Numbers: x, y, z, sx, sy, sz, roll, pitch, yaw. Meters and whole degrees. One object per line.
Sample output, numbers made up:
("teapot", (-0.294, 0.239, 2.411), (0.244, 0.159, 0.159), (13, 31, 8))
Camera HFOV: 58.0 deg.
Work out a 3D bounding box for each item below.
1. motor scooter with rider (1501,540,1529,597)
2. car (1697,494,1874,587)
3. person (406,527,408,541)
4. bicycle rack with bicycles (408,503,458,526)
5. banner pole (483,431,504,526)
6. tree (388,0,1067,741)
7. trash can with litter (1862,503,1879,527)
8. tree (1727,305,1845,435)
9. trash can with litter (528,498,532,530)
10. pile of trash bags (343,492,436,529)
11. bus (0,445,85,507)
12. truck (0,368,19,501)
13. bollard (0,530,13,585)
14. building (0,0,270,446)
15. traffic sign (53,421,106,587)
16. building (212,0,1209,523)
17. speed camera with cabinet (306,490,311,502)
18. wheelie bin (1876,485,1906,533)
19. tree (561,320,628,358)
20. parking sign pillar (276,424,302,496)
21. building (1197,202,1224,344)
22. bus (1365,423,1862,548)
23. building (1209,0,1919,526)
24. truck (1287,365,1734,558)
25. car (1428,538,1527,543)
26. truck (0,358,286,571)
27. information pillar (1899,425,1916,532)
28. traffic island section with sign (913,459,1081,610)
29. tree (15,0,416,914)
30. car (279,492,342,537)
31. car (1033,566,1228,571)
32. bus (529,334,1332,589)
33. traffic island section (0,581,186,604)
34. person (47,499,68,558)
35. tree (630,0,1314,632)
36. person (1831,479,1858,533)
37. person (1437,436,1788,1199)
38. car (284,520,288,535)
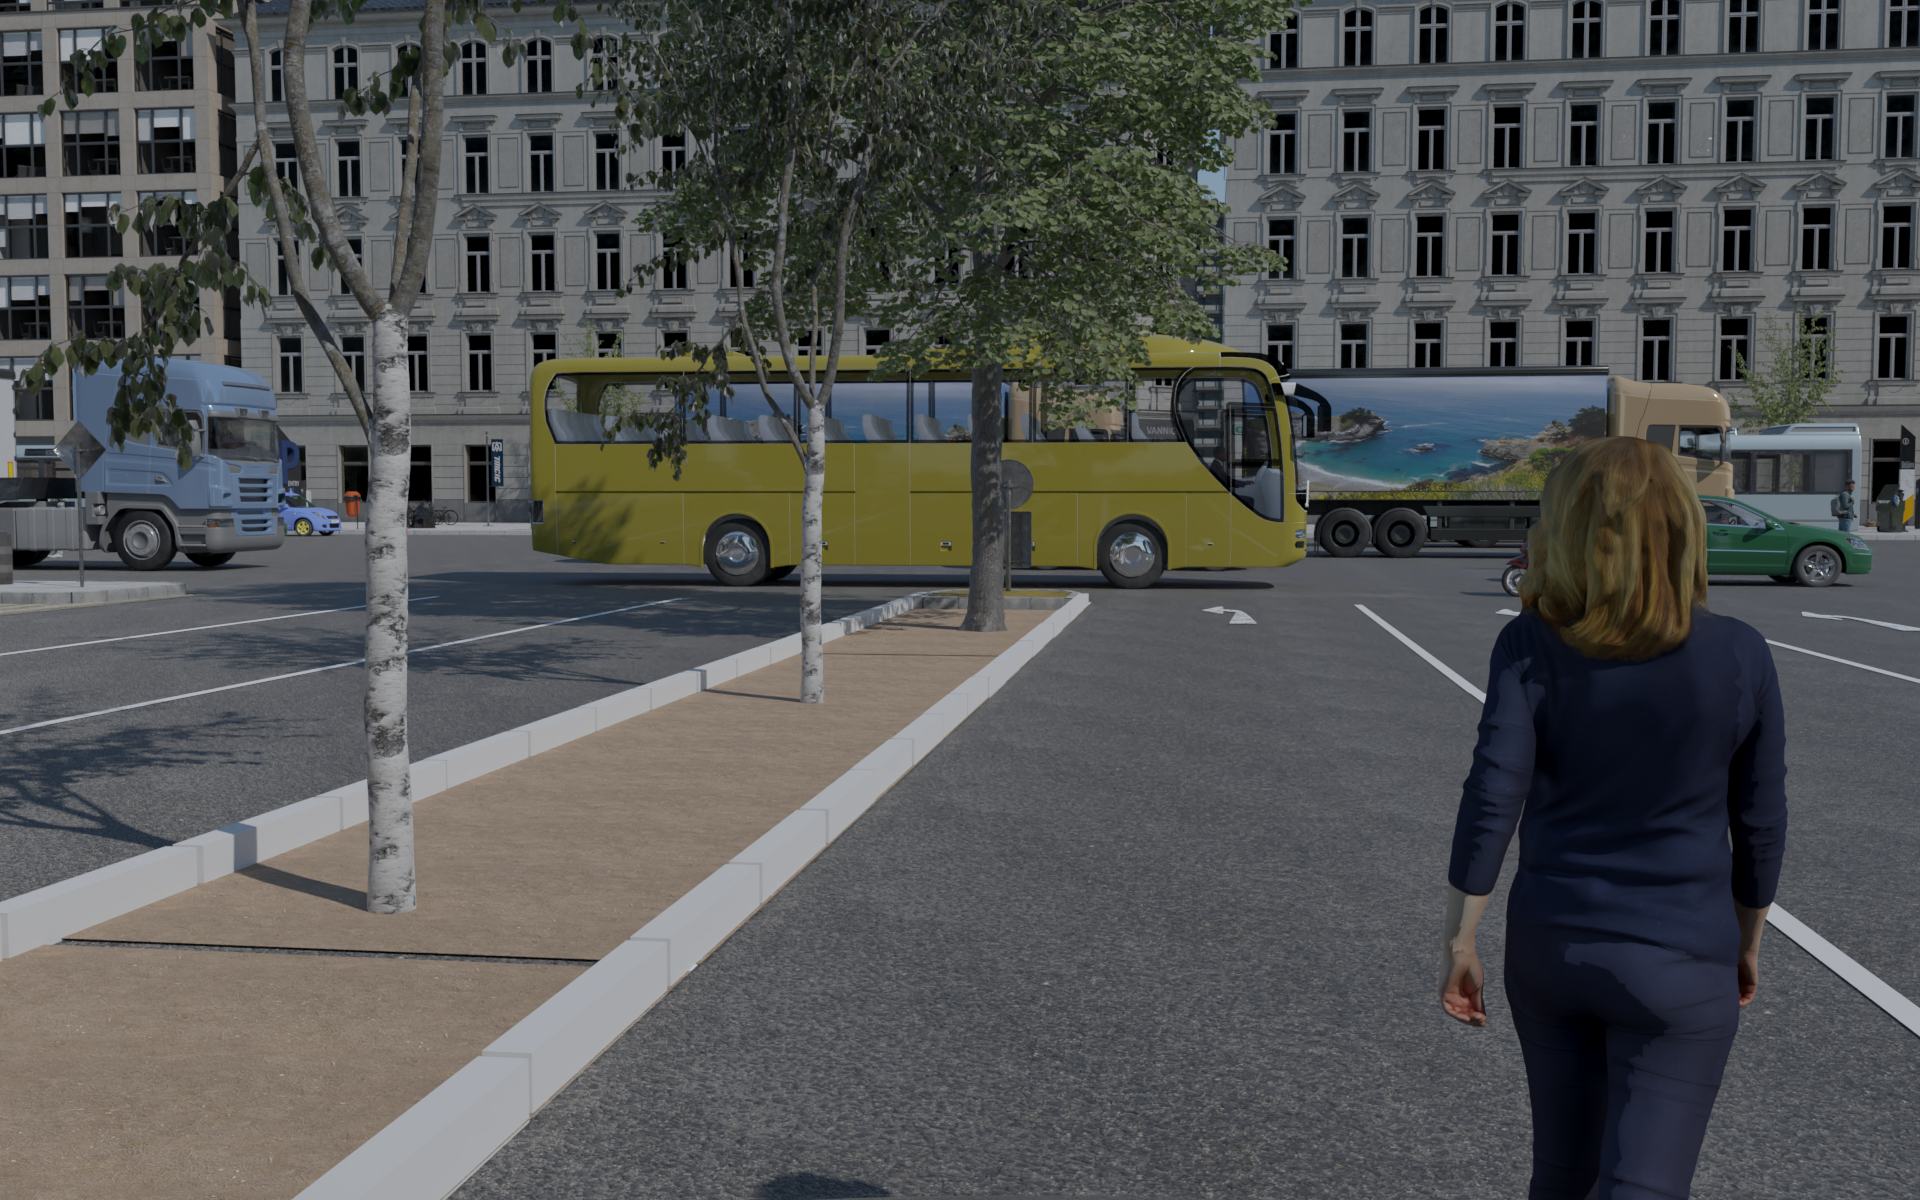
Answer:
("motor scooter with rider", (8.548, -0.921, 24.017), (1.986, 1.779, 0.876), (1, 4, 10))
("car", (11.915, -0.971, 27.680), (4.920, 1.459, 2.131), (1, 4, 10))
("person", (-9.622, -1.006, 29.637), (0.352, 1.250, 0.332), (-1, 4, -18))
("bicycle rack with bicycles", (-22.091, -3.545, 71.339), (2.925, 0.926, 2.852), (0, 4, 3))
("banner pole", (-18.634, -4.842, 69.176), (0.863, 3.779, 0.401), (-1, 4, -23))
("tree", (-0.995, -3.609, 11.823), (4.360, 8.622, 3.978), (0, 3, 0))
("trash can with litter", (35.469, -3.391, 66.835), (1.055, 1.170, 0.624), (0, 4, -5))
("tree", (32.041, -7.135, 67.019), (4.737, 8.622, 4.395), (0, 3, 0))
("trash can with litter", (-14.933, -3.098, 62.034), (1.055, 1.170, 0.624), (2, 4, 24))
("pile of trash bags", (-21.258, -3.322, 64.064), (1.912, 1.369, 3.447), (2, 4, 34))
("bus", (-31.040, -3.741, 56.024), (13.247, 3.499, 2.948), (0, 4, 7))
("truck", (-26.948, -3.039, 38.598), (11.283, 4.237, 2.839), (0, 4, 7))
("bollard", (-13.684, -0.604, 24.597), (0.404, 0.777, 0.398), (0, 3, 0))
("building", (-49.272, -17.473, 90.195), (34.151, 26.468, 19.350), (1, 4, 8))
("traffic sign", (-12.082, -1.232, 23.779), (0.795, 2.450, 0.064), (1, 4, 8))
("building", (-10.346, -18.756, 83.074), (44.131, 29.872, 17.030), (1, 4, 8))
("speed camera with cabinet", (-29.127, -4.920, 74.771), (2.038, 3.252, 0.660), (-1, 4, -14))
("wheelie bin", (31.009, -3.044, 57.684), (0.693, 1.594, 0.980), (-1, 4, -14))
("tree", (-15.121, -7.511, 73.170), (4.737, 8.622, 4.395), (0, 3, 0))
("parking sign pillar", (-24.570, -4.566, 63.126), (1.447, 3.967, 1.447), (1, 4, 12))
("building", (34.819, -33.794, 236.130), (14.086, 41.232, 14.154), (1, 4, 8))
("bus", (16.769, -3.165, 46.601), (13.247, 3.499, 2.948), (0, 4, 7))
("building", (33.455, -18.388, 77.066), (44.131, 29.872, 17.030), (1, 4, 8))
("truck", (12.060, -3.079, 39.260), (11.283, 4.237, 2.839), (1, 4, 9))
("car", (15.664, -2.611, 51.729), (4.494, 1.783, 2.155), (0, 4, 7))
("truck", (-21.966, -2.709, 34.044), (18.799, 4.110, 2.967), (0, 4, 8))
("information pillar", (31.972, -4.107, 58.511), (0.504, 3.616, 0.183), (0, 4, 1))
("traffic island section with sign", (0.545, -0.864, 22.264), (2.006, 1.907, 1.989), (1, 4, 8))
("tree", (-1.931, -3.248, 5.918), (4.360, 8.622, 3.978), (0, 3, 0))
("car", (-23.099, -3.039, 59.280), (3.694, 1.707, 1.945), (1, 4, 8))
("car", (3.221, -1.500, 33.192), (5.304, 1.827, 2.281), (0, 4, 8))
("bus", (-0.493, -2.195, 27.438), (12.252, 3.916, 2.896), (0, 4, 7))
("traffic island section", (-12.107, -0.096, 23.844), (2.009, 0.180, 2.903), (1, 4, 8))
("person", (-20.384, -1.825, 39.063), (0.376, 1.734, 0.841), (-3, 5, -40))
("tree", (0.223, -5.966, 18.131), (7.486, 12.596, 7.792), (0, 3, 0))
("person", (21.099, -1.983, 41.273), (0.721, 1.781, 0.623), (0, 4, 8))
("person", (0.915, 0.529, 2.390), (0.480, 1.512, 0.613), (0, 4, 6))
("car", (-22.746, -2.474, 52.252), (4.920, 1.459, 2.131), (1, 4, 8))
